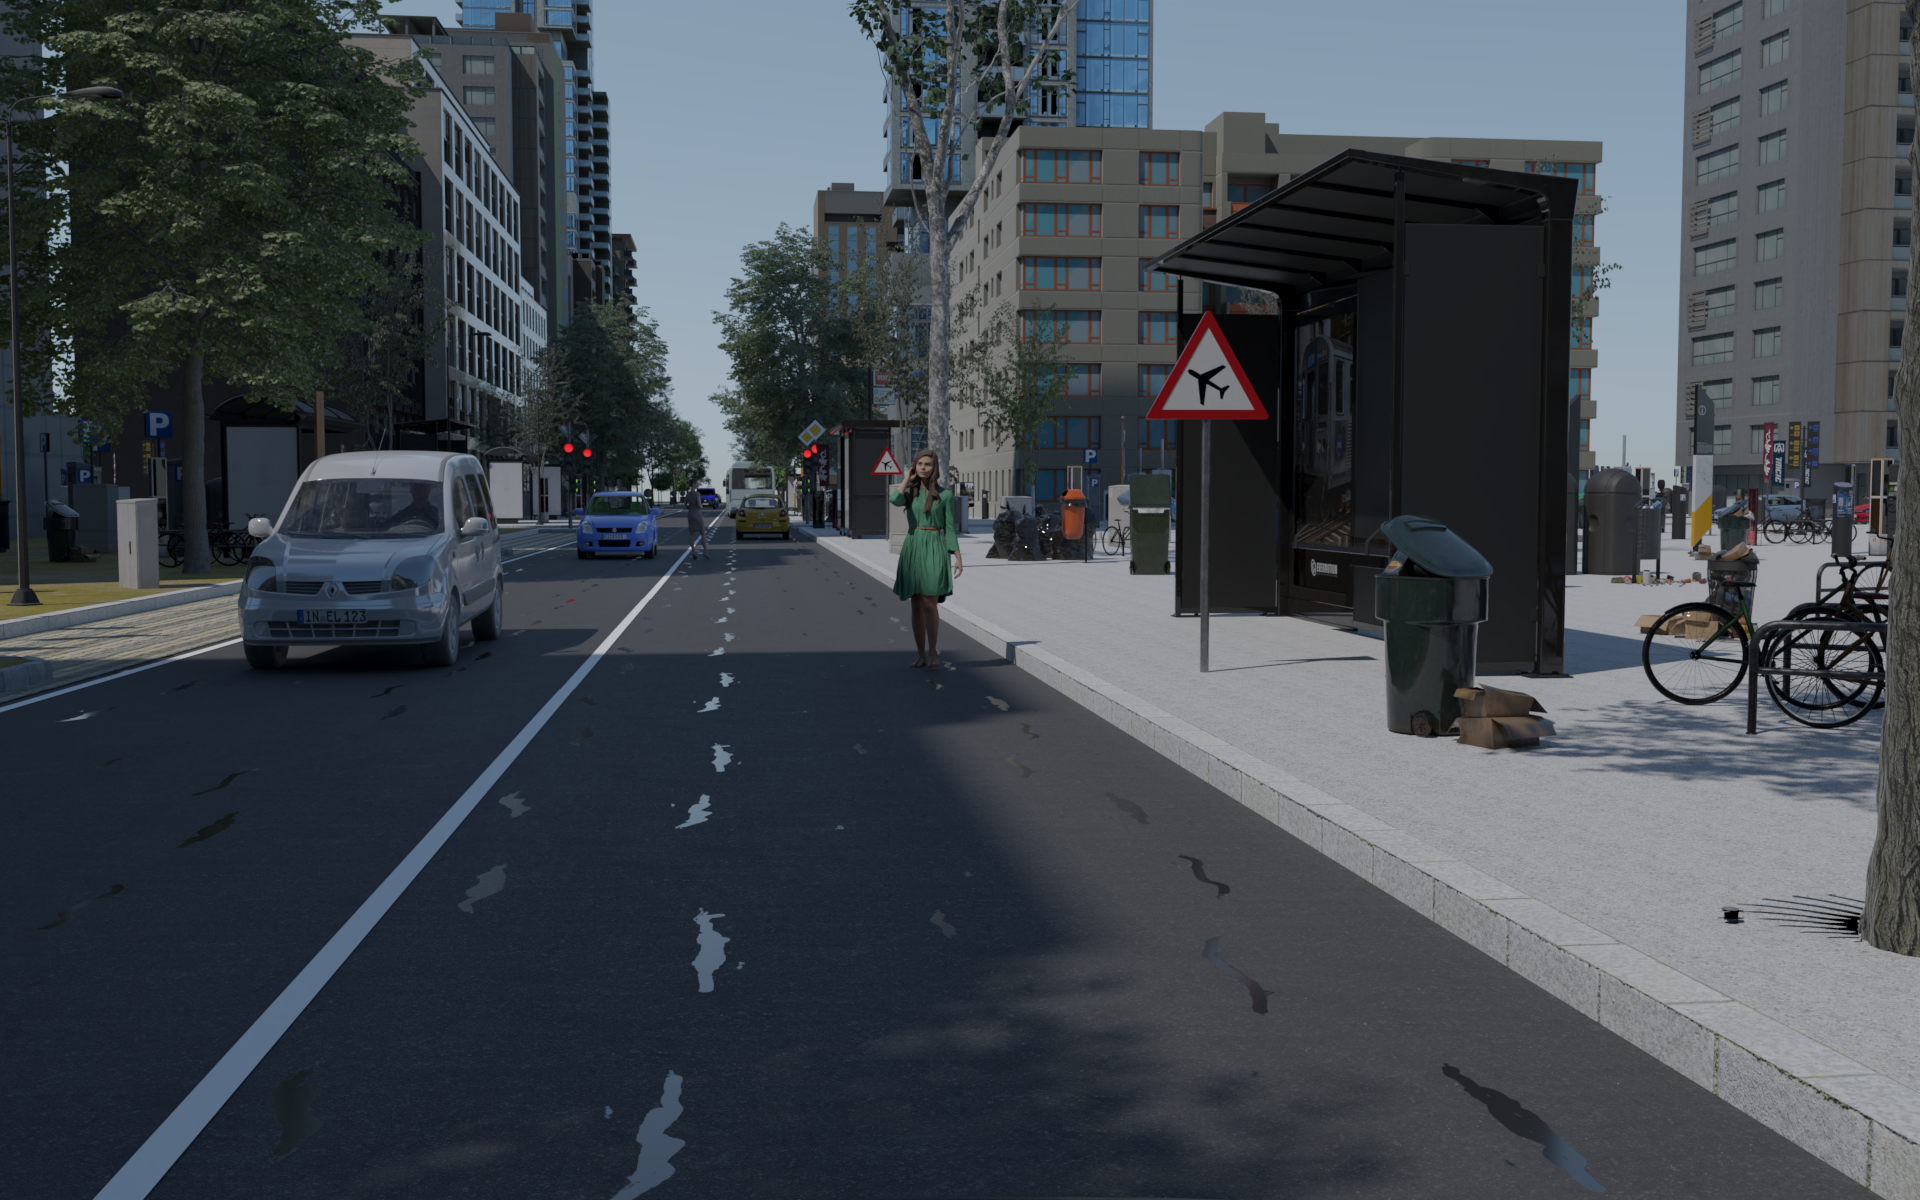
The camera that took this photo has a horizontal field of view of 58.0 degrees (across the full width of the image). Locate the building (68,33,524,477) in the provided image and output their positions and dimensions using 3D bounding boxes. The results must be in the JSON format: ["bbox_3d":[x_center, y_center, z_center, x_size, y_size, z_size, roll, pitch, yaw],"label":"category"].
[{"bbox_3d":[-39.774,-18.680,109.937,19.350,26.468,34.151,0,4,-7],"label":"building"}]

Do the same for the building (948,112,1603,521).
[{"bbox_3d":[15.364,-15.415,97.075,28.899,21.520,27.650,0,4,-7],"label":"building"}]

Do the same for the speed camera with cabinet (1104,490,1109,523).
[{"bbox_3d":[7.160,-4.936,75.038,0.660,3.252,2.038,-3,5,-44],"label":"speed camera with cabinet"}]

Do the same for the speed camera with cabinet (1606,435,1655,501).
[{"bbox_3d":[22.645,-3.923,58.475,2.038,3.252,0.660,-2,4,-35],"label":"speed camera with cabinet"}]

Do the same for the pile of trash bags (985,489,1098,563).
[{"bbox_3d":[1.759,-1.450,33.468,1.912,1.369,3.447,-1,4,-15],"label":"pile of trash bags"}]

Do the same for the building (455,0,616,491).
[{"bbox_3d":[-60.423,-57.296,249.455,22.319,86.520,31.000,0,4,-7],"label":"building"}]

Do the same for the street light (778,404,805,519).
[{"bbox_3d":[-8.433,-7.064,88.037,1.470,5.913,1.316,0,4,-7],"label":"street light"}]

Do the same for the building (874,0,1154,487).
[{"bbox_3d":[2.777,-50.164,132.860,22.319,86.520,31.000,0,4,-7],"label":"building"}]

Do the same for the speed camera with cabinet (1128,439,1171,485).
[{"bbox_3d":[6.571,-4.159,62.342,2.038,3.252,0.660,1,4,9],"label":"speed camera with cabinet"}]

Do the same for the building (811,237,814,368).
[{"bbox_3d":[-16.811,-36.301,277.111,14.154,41.232,14.086,0,4,-7],"label":"building"}]

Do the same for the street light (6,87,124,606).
[{"bbox_3d":[-10.248,-2.894,19.858,1.470,5.913,1.316,0,4,-7],"label":"street light"}]

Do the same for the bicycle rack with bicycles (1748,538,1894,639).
[{"bbox_3d":[9.724,-0.182,16.364,2.925,0.926,2.852,-1,4,-23],"label":"bicycle rack with bicycles"}]

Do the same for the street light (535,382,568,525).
[{"bbox_3d":[-16.924,-6.075,71.873,1.470,5.913,1.316,0,4,-7],"label":"street light"}]

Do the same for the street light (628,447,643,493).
[{"bbox_3d":[-24.604,-9.720,131.458,1.470,5.913,1.316,0,4,-7],"label":"street light"}]

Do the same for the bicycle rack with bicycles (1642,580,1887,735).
[{"bbox_3d":[5.368,0.223,9.729,2.925,0.926,2.852,2,4,32],"label":"bicycle rack with bicycles"}]

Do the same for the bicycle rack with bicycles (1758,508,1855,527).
[{"bbox_3d":[21.836,-1.927,44.882,2.852,0.926,2.925,-2,4,-34],"label":"bicycle rack with bicycles"}]

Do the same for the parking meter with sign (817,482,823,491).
[{"bbox_3d":[-8.707,-6.755,106.699,1.738,3.016,0.543,3,5,41],"label":"parking meter with sign"}]

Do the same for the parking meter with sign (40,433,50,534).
[{"bbox_3d":[-25.509,-3.288,50.021,0.543,3.016,1.738,3,5,44],"label":"parking meter with sign"}]

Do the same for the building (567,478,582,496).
[{"bbox_3d":[-56.504,-30.064,183.426,32.217,40.220,23.993,0,4,-7],"label":"building"}]

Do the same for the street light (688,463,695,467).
[{"bbox_3d":[-40.982,-17.587,260.087,1.470,5.913,1.316,0,4,-7],"label":"street light"}]

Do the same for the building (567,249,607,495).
[{"bbox_3d":[-49.374,-26.461,204.341,14.160,30.474,14.107,0,4,-7],"label":"building"}]

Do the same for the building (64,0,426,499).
[{"bbox_3d":[-34.068,-15.611,84.925,12.332,23.373,15.834,0,4,-7],"label":"building"}]

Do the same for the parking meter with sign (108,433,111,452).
[{"bbox_3d":[-24.405,-3.194,48.476,0.543,3.016,1.738,0,4,-3],"label":"parking meter with sign"}]

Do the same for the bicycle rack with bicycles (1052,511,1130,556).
[{"bbox_3d":[2.887,-1.431,36.775,2.852,0.926,2.925,2,4,33],"label":"bicycle rack with bicycles"}]

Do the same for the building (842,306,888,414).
[{"bbox_3d":[2.921,-20.215,175.547,27.650,21.520,28.899,0,4,-7],"label":"building"}]

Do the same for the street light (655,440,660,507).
[{"bbox_3d":[-26.608,-10.720,147.817,1.470,5.913,1.316,0,4,-7],"label":"street light"}]

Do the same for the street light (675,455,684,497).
[{"bbox_3d":[-34.288,-14.408,208.109,1.470,5.913,1.316,0,4,-7],"label":"street light"}]

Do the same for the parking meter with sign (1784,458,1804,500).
[{"bbox_3d":[40.214,-5.345,83.654,0.543,3.016,1.738,-1,4,-9],"label":"parking meter with sign"}]

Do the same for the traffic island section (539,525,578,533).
[{"bbox_3d":[-14.499,-2.575,64.376,2.009,0.180,2.903,0,4,-7],"label":"traffic island section"}]

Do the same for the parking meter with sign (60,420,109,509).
[{"bbox_3d":[-20.992,-2.760,41.394,0.543,3.016,1.738,-3,5,-43],"label":"parking meter with sign"}]

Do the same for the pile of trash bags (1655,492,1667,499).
[{"bbox_3d":[56.301,-7.915,139.166,3.447,1.369,1.912,2,4,25],"label":"pile of trash bags"}]

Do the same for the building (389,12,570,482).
[{"bbox_3d":[-45.197,-31.522,165.496,14.600,45.320,14.200,0,4,-7],"label":"building"}]

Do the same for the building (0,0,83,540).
[{"bbox_3d":[-36.119,-36.820,40.264,20.611,71.187,20.563,0,4,-7],"label":"building"}]

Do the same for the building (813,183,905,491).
[{"bbox_3d":[-13.744,-36.626,248.951,14.600,45.320,14.200,0,4,-7],"label":"building"}]

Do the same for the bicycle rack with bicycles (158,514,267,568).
[{"bbox_3d":[-13.381,-1.115,31.619,2.925,0.926,2.852,-2,4,-35],"label":"bicycle rack with bicycles"}]

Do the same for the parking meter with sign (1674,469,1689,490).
[{"bbox_3d":[50.169,-7.534,119.436,0.543,3.016,1.738,-3,5,-41],"label":"parking meter with sign"}]

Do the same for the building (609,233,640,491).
[{"bbox_3d":[-63.704,-38.288,280.634,22.147,44.769,28.867,0,4,-7],"label":"building"}]

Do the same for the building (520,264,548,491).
[{"bbox_3d":[-38.612,-17.198,135.937,10.420,20.320,16.860,0,4,-7],"label":"building"}]

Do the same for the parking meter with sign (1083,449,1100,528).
[{"bbox_3d":[5.083,-4.278,66.213,0.543,3.016,1.738,0,4,-3],"label":"parking meter with sign"}]

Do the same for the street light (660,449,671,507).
[{"bbox_3d":[-30.487,-12.585,178.311,1.470,5.913,1.316,0,4,-7],"label":"street light"}]

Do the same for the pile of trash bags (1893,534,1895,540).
[{"bbox_3d":[5.263,0.217,6.200,3.447,1.369,1.912,3,4,36],"label":"pile of trash bags"}]

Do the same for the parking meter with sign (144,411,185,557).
[{"bbox_3d":[-16.337,-2.434,36.060,1.738,3.016,0.543,3,5,44],"label":"parking meter with sign"}]

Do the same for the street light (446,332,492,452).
[{"bbox_3d":[-14.095,-4.716,49.650,1.470,5.913,1.316,0,4,-7],"label":"street light"}]

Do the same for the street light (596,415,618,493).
[{"bbox_3d":[-20.766,-7.898,101.665,1.470,5.913,1.316,0,4,-7],"label":"street light"}]

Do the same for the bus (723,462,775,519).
[{"bbox_3d":[-12.768,-6.715,104.642,2.948,3.499,13.247,-1,4,-9],"label":"bus"}]

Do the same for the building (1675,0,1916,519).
[{"bbox_3d":[48.876,-25.029,92.813,14.086,41.232,14.154,0,4,-7],"label":"building"}]

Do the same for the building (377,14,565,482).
[{"bbox_3d":[-42.706,-28.631,151.707,14.154,41.232,14.086,0,4,-7],"label":"building"}]

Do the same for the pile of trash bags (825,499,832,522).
[{"bbox_3d":[-4.790,-4.159,77.756,1.912,1.369,3.447,-1,4,-21],"label":"pile of trash bags"}]
